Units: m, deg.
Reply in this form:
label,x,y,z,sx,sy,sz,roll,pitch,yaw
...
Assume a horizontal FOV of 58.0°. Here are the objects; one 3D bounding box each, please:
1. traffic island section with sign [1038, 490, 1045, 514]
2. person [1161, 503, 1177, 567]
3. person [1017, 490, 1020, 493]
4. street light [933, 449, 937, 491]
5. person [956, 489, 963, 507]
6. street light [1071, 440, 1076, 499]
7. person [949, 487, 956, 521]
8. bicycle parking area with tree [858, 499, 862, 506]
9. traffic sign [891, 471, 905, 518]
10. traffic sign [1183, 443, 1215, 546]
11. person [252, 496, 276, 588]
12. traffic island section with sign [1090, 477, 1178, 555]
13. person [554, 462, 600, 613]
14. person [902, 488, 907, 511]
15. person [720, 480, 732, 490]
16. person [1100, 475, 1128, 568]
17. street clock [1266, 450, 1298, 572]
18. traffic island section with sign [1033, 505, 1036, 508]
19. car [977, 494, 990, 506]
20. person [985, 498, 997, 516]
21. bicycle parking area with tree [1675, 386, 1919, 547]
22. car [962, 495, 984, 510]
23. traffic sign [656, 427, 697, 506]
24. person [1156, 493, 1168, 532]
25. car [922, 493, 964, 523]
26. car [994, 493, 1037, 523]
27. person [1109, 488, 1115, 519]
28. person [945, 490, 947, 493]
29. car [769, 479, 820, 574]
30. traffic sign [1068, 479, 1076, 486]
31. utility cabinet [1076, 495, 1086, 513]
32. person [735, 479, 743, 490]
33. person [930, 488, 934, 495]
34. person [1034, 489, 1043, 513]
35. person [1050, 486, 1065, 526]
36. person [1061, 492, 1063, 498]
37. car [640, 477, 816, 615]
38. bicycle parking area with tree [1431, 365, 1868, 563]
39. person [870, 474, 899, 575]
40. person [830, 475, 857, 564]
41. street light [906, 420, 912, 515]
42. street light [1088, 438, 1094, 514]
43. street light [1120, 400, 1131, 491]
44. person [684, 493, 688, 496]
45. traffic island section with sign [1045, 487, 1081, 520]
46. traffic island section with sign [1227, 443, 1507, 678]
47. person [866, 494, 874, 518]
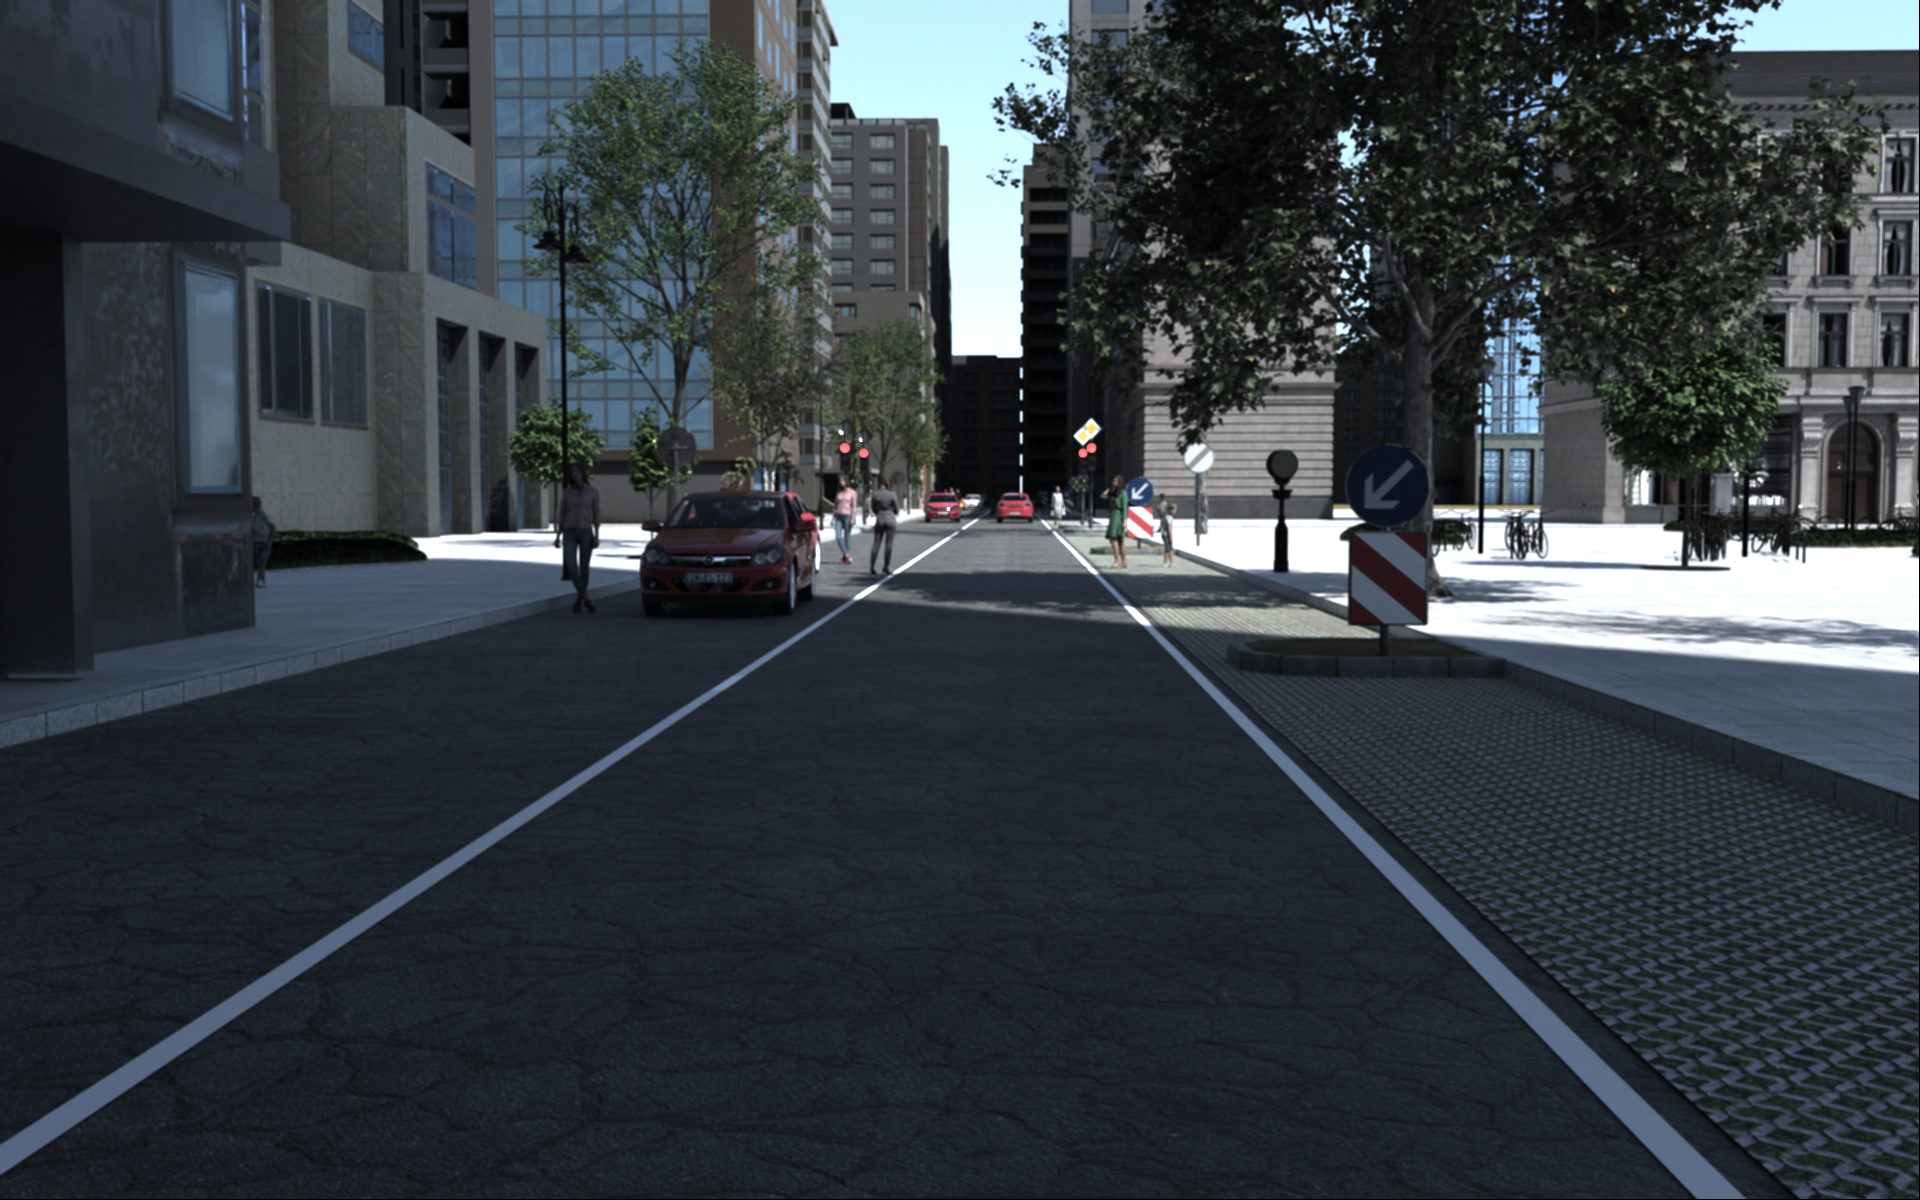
label,x,y,z,sx,sy,sz,roll,pitch,yaw
traffic island section with sign,6.802,-7.047,123.840,1.989,1.847,2.006,0,4,2
person,4.102,-1.266,33.891,0.352,1.250,0.332,3,5,40
person,6.076,-10.413,178.387,1.348,1.869,0.705,2,4,33
street light,-2.116,-10.428,143.284,0.468,5.910,1.993,0,4,2
person,-0.379,-7.665,134.037,0.699,1.804,1.509,-2,4,-31
street light,9.597,-10.612,146.290,0.468,5.910,1.993,0,4,2
person,-0.371,-5.136,92.660,0.592,1.802,0.473,-2,4,-31
bicycle parking area with tree,-11.624,-9.353,139.927,8.231,4.147,9.016,-1,4,-16
traffic sign,-3.386,-5.771,94.469,0.768,2.556,0.104,0,4,5
traffic sign,5.865,-2.599,42.593,0.768,2.556,0.104,0,4,3
person,-9.597,-0.800,23.800,0.352,1.250,0.332,-2,4,-35
traffic island section with sign,4.126,-1.999,41.317,1.989,1.847,2.006,0,4,2
person,-4.637,-0.762,20.972,0.555,1.821,0.388,-1,4,-13
person,-4.108,-7.457,128.512,0.362,1.759,0.519,0,4,-6
person,-8.185,-3.300,60.421,0.576,1.772,0.534,-1,4,-23
person,3.045,-1.496,33.201,0.529,1.795,0.600,-3,4,-38
street clock,5.287,-1.462,28.466,0.471,2.002,0.358,-1,4,-10
traffic island section with sign,8.426,-10.147,174.530,1.989,1.847,2.006,0,4,2
car,2.567,-11.742,200.775,1.959,1.807,4.718,0,4,2
person,2.209,-6.099,113.713,1.012,1.151,0.738,1,4,20
bicycle parking area with tree,24.861,-3.771,48.651,9.016,4.147,8.231,3,4,39
car,1.181,-8.890,157.719,2.083,1.381,4.827,0,4,1
traffic sign,-5.361,-1.997,32.756,0.768,2.556,0.104,0,4,3
person,6.762,-2.918,58.020,0.475,1.303,0.640,-3,5,-40
car,-0.870,-4.854,88.400,2.155,1.783,4.494,0,3,0
car,2.784,-4.776,87.132,2.155,1.783,4.494,0,4,3
person,7.891,-5.014,87.878,0.748,1.841,0.638,0,4,-4
person,-1.560,-10.755,182.445,0.434,1.755,0.990,0,4,-2
car,-3.490,-1.258,29.616,2.155,1.783,4.494,0,4,3
traffic sign,8.863,-8.299,135.421,0.795,2.593,0.064,0,4,6
utility cabinet,8.338,-6.617,119.344,0.306,1.237,1.020,2,4,29
person,-6.789,-2.827,53.011,0.760,1.731,0.466,-2,4,-34
person,-2.171,-8.144,139.744,0.362,1.759,0.519,-1,4,-20
person,6.026,-7.432,130.407,0.834,1.777,0.661,0,4,6
person,4.430,-4.238,78.148,0.694,1.780,0.624,1,4,10
person,10.229,-10.509,177.741,0.709,1.838,0.599,-1,4,-9
car,-2.860,-0.787,21.901,2.155,1.783,4.494,0,4,0
bicycle parking area with tree,13.708,-3.017,36.332,8.231,4.147,9.016,2,4,35
person,-1.336,-1.342,30.716,0.520,1.790,0.573,0,4,-3
person,-2.389,-1.644,35.390,0.555,1.821,0.388,1,4,13
street light,-3.217,-8.290,108.335,0.468,5.910,1.993,0,4,2
street light,8.309,-8.454,111.012,0.468,5.910,1.993,0,4,2
street light,7.235,-6.316,76.055,0.468,5.910,1.993,0,4,2
person,-9.936,-3.213,62.845,0.640,1.303,0.475,2,4,33
traffic island section with sign,5.935,-5.399,96.899,1.989,1.847,2.006,0,4,2
traffic island section with sign,3.274,-0.352,14.375,1.989,1.847,2.006,0,4,2
person,-4.903,-5.058,93.019,0.640,1.303,0.475,2,4,27
